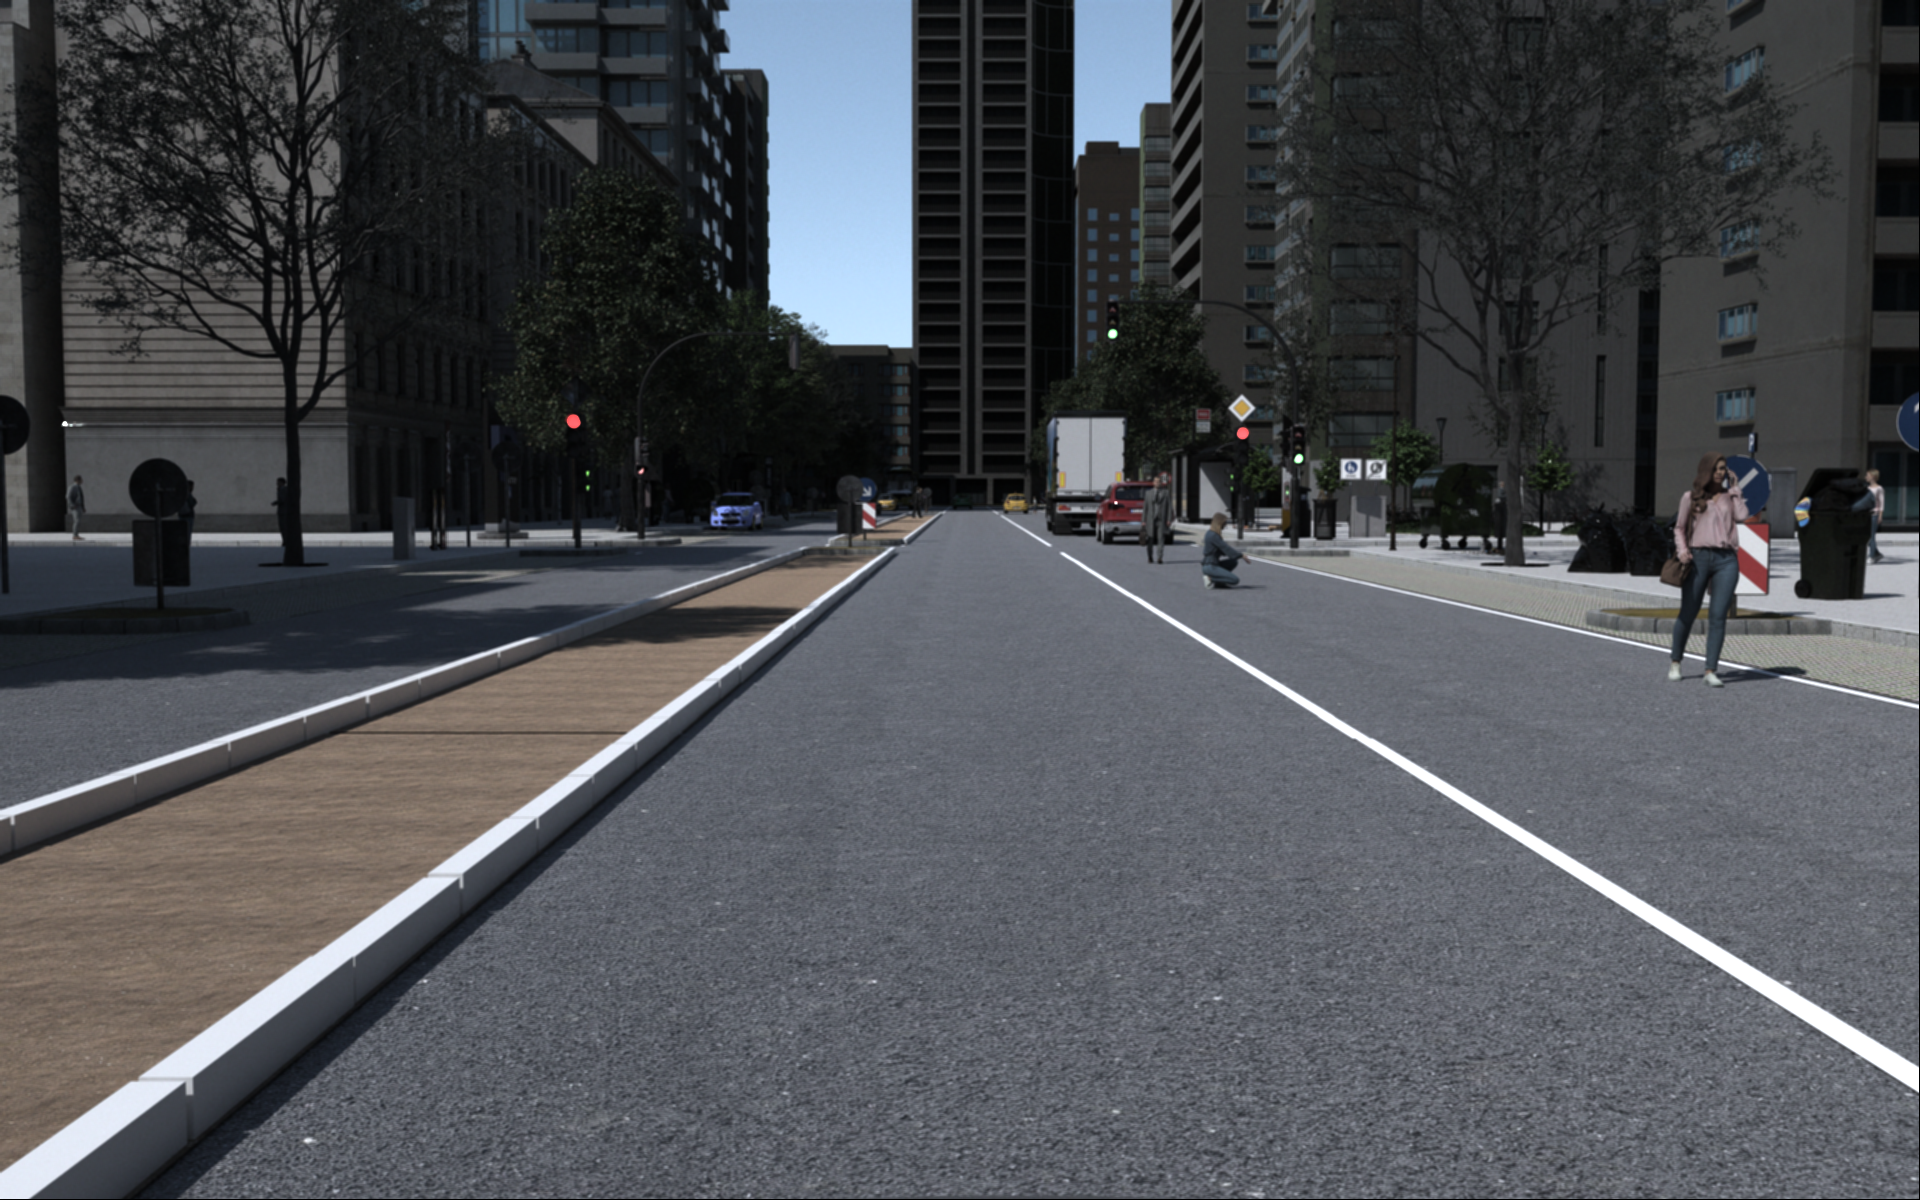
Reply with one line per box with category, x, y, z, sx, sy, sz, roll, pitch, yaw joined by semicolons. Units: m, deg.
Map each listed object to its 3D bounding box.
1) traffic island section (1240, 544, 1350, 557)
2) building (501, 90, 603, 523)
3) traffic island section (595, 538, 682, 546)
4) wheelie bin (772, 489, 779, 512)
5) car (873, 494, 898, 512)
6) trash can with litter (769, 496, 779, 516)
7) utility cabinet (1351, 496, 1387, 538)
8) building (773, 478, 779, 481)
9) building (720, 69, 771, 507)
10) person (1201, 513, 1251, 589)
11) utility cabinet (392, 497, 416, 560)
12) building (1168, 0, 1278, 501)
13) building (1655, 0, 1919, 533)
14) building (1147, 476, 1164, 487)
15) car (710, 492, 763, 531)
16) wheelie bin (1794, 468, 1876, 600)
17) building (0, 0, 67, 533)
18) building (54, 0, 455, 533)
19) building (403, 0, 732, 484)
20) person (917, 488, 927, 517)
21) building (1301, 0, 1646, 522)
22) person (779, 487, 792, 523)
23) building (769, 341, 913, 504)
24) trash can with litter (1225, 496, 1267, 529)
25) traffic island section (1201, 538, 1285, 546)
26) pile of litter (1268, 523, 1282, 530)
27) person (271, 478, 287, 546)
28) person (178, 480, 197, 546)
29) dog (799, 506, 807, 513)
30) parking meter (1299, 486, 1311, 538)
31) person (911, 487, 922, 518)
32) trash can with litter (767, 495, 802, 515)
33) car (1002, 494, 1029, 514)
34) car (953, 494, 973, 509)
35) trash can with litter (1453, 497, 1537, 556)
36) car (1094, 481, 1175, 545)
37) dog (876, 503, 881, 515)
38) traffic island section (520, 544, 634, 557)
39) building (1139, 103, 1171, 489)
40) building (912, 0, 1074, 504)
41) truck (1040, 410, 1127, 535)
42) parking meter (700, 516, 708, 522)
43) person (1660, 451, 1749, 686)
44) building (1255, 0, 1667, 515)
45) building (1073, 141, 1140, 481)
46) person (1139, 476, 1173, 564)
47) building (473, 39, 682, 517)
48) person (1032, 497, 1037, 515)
traffic island section;7.898;-1.136;40.860;2.009;0.180;2.903;0;4;0
building;-24.048;-14.387;84.385;9.793;20.994;18.267;0;4;0
traffic island section;-9.015;-1.629;48.909;2.009;0.180;2.903;0;4;0
wheelie bin;-12.411;-6.734;118.004;0.980;1.594;0.693;0;4;8
car;-6.080;-8.068;142.132;2.015;1.641;3.980;0;3;0
trash can with litter;-11.114;-5.657;103.881;0.624;1.170;1.055;-1;4;-13
utility cabinet;12.068;-2.450;51.218;1.020;1.237;0.306;0;4;-8
building;-34.293;-32.147;180.229;28.867;44.769;22.147;0;4;0
building;-25.586;-29.259;161.974;14.154;41.232;14.086;0;4;0
person;4.015;-0.751;26.271;0.738;1.151;1.012;0;4;6
utility cabinet;-10.962;-1.408;34.180;0.306;1.237;1.020;-1;4;-10
building;29.097;-31.695;141.915;21.300;48.544;21.600;0;4;0
building;38.982;-27.003;65.205;21.600;48.544;21.300;0;4;0
building;34.600;-28.936;164.989;32.217;40.220;23.993;0;4;0
car;-8.807;-3.593;68.339;1.945;1.707;3.694;0;4;1
wheelie bin;10.713;-0.810;21.155;0.980;1.594;0.693;-1;4;-16
building;-38.831;-12.632;61.282;16.860;20.320;10.420;0;4;0
building;-24.663;-13.210;65.136;9.793;20.994;18.267;0;4;0
building;-30.491;-31.739;138.540;23.786;49.044;30.456;0;4;0
person;-2.398;-5.969;106.281;0.709;1.800;0.728;-3;5;-41
building;23.868;-19.146;84.742;14.160;30.474;14.107;0;4;0
person;-8.534;-4.649;84.858;0.601;1.785;0.444;2;4;30
building;-20.610;-23.530;229.755;28.899;21.520;27.650;0;4;0
trash can with litter;10.737;-3.272;64.555;1.678;1.210;2.233;0;4;7
traffic island section;7.926;-1.625;48.845;2.009;0.180;2.903;0;4;0
pile of litter;11.605;-2.933;61.922;1.176;0.858;1.719;0;4;4
person;-17.150;-2.166;43.725;0.447;1.846;0.655;-1;4;-9
person;-19.455;-2.121;43.528;0.623;1.781;0.721;1;4;13
dog;-10.648;-6.158;117.518;0.540;0.507;0.406;-2;4;-30
parking meter;10.199;-2.619;51.232;0.372;1.533;0.369;0;3;0
person;-2.500;-5.785;102.856;0.755;1.850;0.659;-1;4;-13
trash can with litter;-11.473;-6.415;115.944;2.233;1.210;1.678;-1;4;-23
car;4.094;-7.149;127.106;2.015;1.641;3.980;0;4;-1
car;0.269;-9.516;164.381;1.959;1.807;4.718;0;4;1
trash can with litter;11.392;-1.571;36.751;1.678;1.210;2.233;1;4;12
car;5.097;-2.573;50.734;2.281;1.827;5.304;0;4;2
dog;-5.395;-6.129;117.051;0.513;0.831;0.800;2;4;27
traffic island section;-9.044;-1.140;40.924;2.009;0.180;2.903;0;4;0
building;25.923;-30.636;184.493;14.154;41.232;14.086;0;4;0
building;4.356;-48.074;224.254;20.611;71.187;20.563;0;4;0
truck;4.482;-4.572;63.668;2.839;4.237;11.283;0;4;1
parking meter;-11.925;-4.415;80.600;0.372;1.533;0.369;0;3;0
person;5.615;-0.246;13.117;0.593;1.750;0.643;1;4;16
building;33.609;-25.659;111.410;32.217;40.220;23.993;0;4;0
building;21.876;-35.043;223.062;14.200;45.320;14.600;0;4;0
person;4.044;-1.665;35.823;0.694;1.812;0.767;1;4;8
building;-25.200;-18.904;106.339;12.463;27.353;25.104;0;4;0
person;5.217;-6.582;120.803;0.332;1.250;0.352;-2;4;-25
